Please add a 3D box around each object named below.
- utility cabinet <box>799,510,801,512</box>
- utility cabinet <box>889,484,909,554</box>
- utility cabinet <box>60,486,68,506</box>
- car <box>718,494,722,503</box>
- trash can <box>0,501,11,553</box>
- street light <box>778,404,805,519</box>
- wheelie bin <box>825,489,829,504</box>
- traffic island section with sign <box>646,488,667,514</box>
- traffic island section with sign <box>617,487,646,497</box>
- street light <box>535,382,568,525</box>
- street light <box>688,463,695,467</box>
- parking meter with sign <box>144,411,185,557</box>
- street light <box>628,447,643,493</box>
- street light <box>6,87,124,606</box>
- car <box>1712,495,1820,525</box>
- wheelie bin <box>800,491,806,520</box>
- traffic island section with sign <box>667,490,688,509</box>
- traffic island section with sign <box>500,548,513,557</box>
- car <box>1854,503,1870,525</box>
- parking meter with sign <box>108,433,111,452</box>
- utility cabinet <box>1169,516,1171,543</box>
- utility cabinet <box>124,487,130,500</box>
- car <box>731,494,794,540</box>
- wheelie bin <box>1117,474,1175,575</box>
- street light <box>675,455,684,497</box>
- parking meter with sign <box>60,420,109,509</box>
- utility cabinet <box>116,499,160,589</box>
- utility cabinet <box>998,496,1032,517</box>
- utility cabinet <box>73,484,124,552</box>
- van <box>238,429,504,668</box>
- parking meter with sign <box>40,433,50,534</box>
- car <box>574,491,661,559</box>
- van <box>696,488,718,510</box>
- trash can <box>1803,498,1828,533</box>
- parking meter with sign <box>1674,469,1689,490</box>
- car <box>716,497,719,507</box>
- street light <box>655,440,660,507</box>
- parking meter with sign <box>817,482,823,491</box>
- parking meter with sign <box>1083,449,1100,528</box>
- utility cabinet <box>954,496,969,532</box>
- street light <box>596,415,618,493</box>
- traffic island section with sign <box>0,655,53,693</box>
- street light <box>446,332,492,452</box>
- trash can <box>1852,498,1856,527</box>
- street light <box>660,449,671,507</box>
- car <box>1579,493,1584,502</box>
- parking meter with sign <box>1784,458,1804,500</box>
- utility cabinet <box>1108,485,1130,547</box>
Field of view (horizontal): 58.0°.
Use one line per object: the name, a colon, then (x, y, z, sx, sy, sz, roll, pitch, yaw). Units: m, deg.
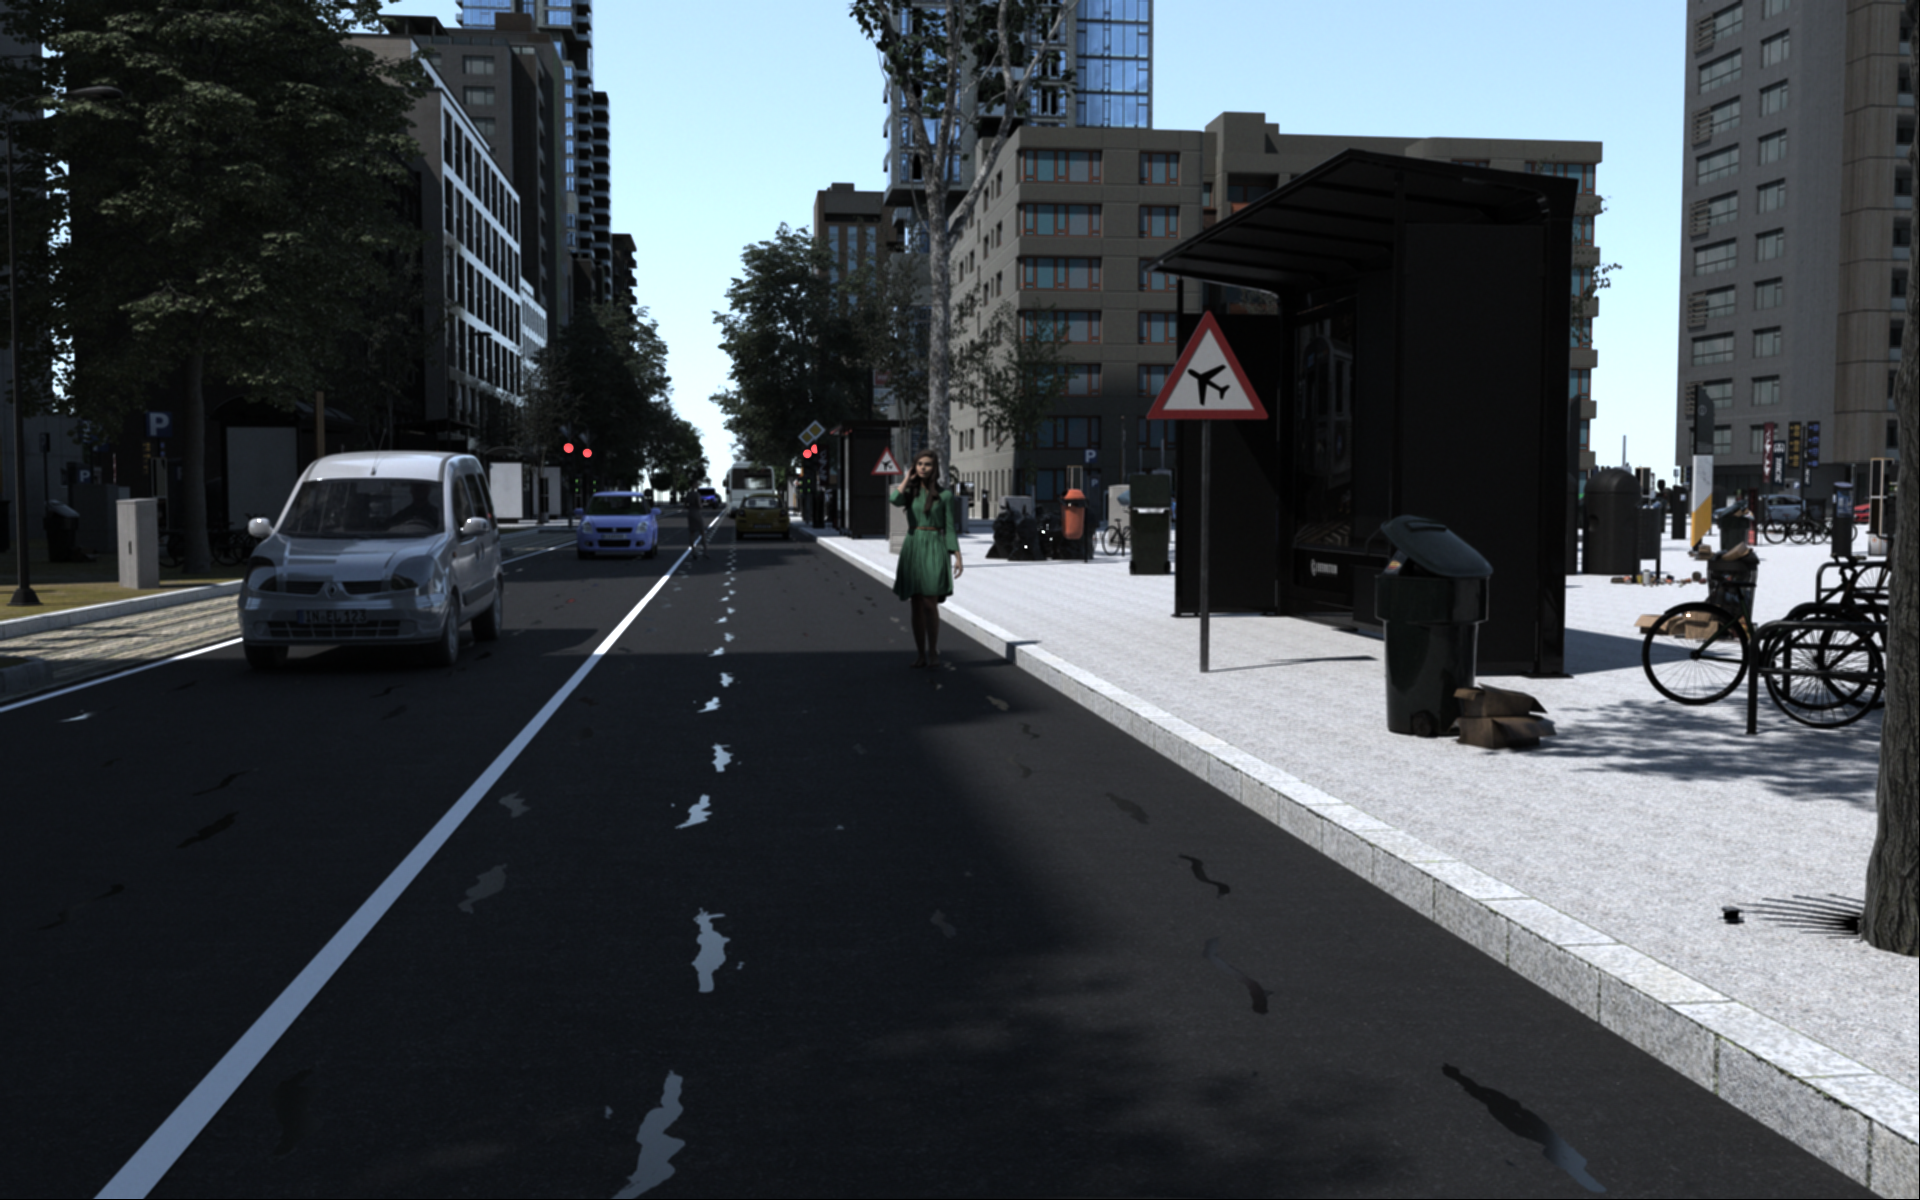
utility cabinet: (-12.584, -7.476, 133.401, 0.306, 1.237, 1.020, 2, 4, 32)
utility cabinet: (-1.042, -1.707, 36.584, 0.318, 1.500, 1.173, -3, 4, -38)
utility cabinet: (-23.646, -2.335, 46.849, 1.173, 1.500, 0.318, -2, 4, -24)
car: (-38.819, -16.248, 275.436, 2.009, 1.686, 4.222, -1, 4, -9)
trash can: (-21.234, -1.615, 38.054, 0.748, 1.137, 0.748, 0, 3, 0)
street light: (-8.433, -7.064, 88.037, 1.470, 5.913, 1.316, 0, 4, -7)
wheelie bin: (-7.868, -5.882, 104.083, 0.693, 1.594, 0.980, -1, 4, -10)
traffic island section with sign: (-21.853, -6.919, 121.754, 1.989, 1.847, 2.006, 0, 4, -7)
traffic island section with sign: (-18.404, -5.269, 94.778, 1.989, 1.847, 2.006, 0, 4, -7)
street light: (-16.924, -6.075, 71.873, 1.470, 5.913, 1.316, 0, 4, -7)
street light: (-40.982, -17.587, 260.087, 1.470, 5.913, 1.316, 0, 4, -7)
parking meter with sign: (-16.337, -2.434, 36.060, 1.738, 3.016, 0.543, 3, 5, 44)
street light: (-24.604, -9.720, 131.458, 1.470, 5.913, 1.316, 0, 4, -7)
street light: (-10.248, -2.894, 19.858, 1.470, 5.913, 1.316, 0, 4, -7)
car: (34.580, -3.812, 74.322, 4.499, 1.417, 2.014, 0, 4, -8)
wheelie bin: (-7.221, -4.583, 82.846, 0.980, 1.594, 0.693, -2, 4, -35)
traffic island section with sign: (-28.093, -9.898, 170.463, 1.989, 1.847, 2.006, 0, 4, -7)
traffic island section with sign: (-11.373, -1.911, 39.874, 1.989, 1.847, 2.006, 0, 4, -7)
car: (40.803, -4.048, 75.227, 4.494, 1.783, 2.155, 0, 4, -7)
parking meter with sign: (-24.405, -3.194, 48.476, 0.543, 3.016, 1.738, 0, 4, -3)
utility cabinet: (5.260, -2.105, 45.572, 0.306, 1.237, 1.020, -1, 4, -11)
utility cabinet: (-26.264, -2.743, 53.523, 0.318, 1.500, 1.173, 2, 4, 28)
car: (-6.348, -2.782, 55.705, 2.015, 1.641, 3.980, 0, 4, -6)
wheelie bin: (2.991, -1.206, 27.623, 0.980, 1.594, 0.693, 0, 4, 2)
street light: (-34.288, -14.408, 208.109, 1.470, 5.913, 1.316, 0, 4, -7)
parking meter with sign: (-20.992, -2.760, 41.394, 0.543, 3.016, 1.738, -3, 5, -43)
utility cabinet: (-11.284, -0.770, 23.756, 0.306, 1.237, 1.020, -3, 4, -39)
utility cabinet: (1.539, -2.250, 47.944, 1.020, 1.237, 0.306, -3, 5, -42)
utility cabinet: (-18.925, -1.792, 37.979, 1.173, 1.500, 0.318, 2, 4, 29)
van: (-5.196, -0.527, 15.624, 2.013, 2.044, 4.112, 0, 4, -7)
parking meter with sign: (-25.509, -3.288, 50.021, 0.543, 3.016, 1.738, 3, 5, 44)
car: (-7.790, -1.830, 39.506, 1.945, 1.707, 3.694, -1, 4, -8)
van: (-23.685, -9.606, 161.440, 2.240, 2.365, 5.245, 0, 4, -7)
trash can: (28.532, -2.821, 57.781, 0.748, 1.137, 0.748, 0, 3, 0)
parking meter with sign: (50.169, -7.534, 119.436, 0.543, 3.016, 1.738, -3, 5, -41)
car: (-27.576, -11.165, 191.338, 1.959, 1.807, 4.718, -1, 4, -8)
street light: (-26.608, -10.720, 147.817, 1.470, 5.913, 1.316, 0, 4, -7)
parking meter with sign: (-8.707, -6.755, 106.699, 1.738, 3.016, 0.543, 3, 5, 41)
parking meter with sign: (5.083, -4.278, 66.213, 0.543, 3.016, 1.738, 0, 4, -3)
utility cabinet: (-0.132, -2.929, 59.045, 0.306, 1.237, 1.020, -3, 4, -37)
street light: (-20.766, -7.898, 101.665, 1.470, 5.913, 1.316, 0, 4, -7)
traffic island section with sign: (-7.888, -0.247, 12.661, 1.989, 1.847, 2.006, 0, 4, -7)
street light: (-14.095, -4.716, 49.650, 1.470, 5.913, 1.316, 0, 4, -7)
trash can: (32.949, -3.232, 64.504, 0.748, 1.137, 0.748, 0, 3, 0)
street light: (-30.487, -12.585, 178.311, 1.470, 5.913, 1.316, 0, 4, -7)
car: (27.059, -3.953, 73.424, 4.718, 1.807, 1.959, -1, 4, -9)
parking meter with sign: (40.214, -5.345, 83.654, 0.543, 3.016, 1.738, -1, 4, -9)
utility cabinet: (3.995, -2.020, 41.713, 0.318, 1.500, 1.173, -2, 4, -26)
